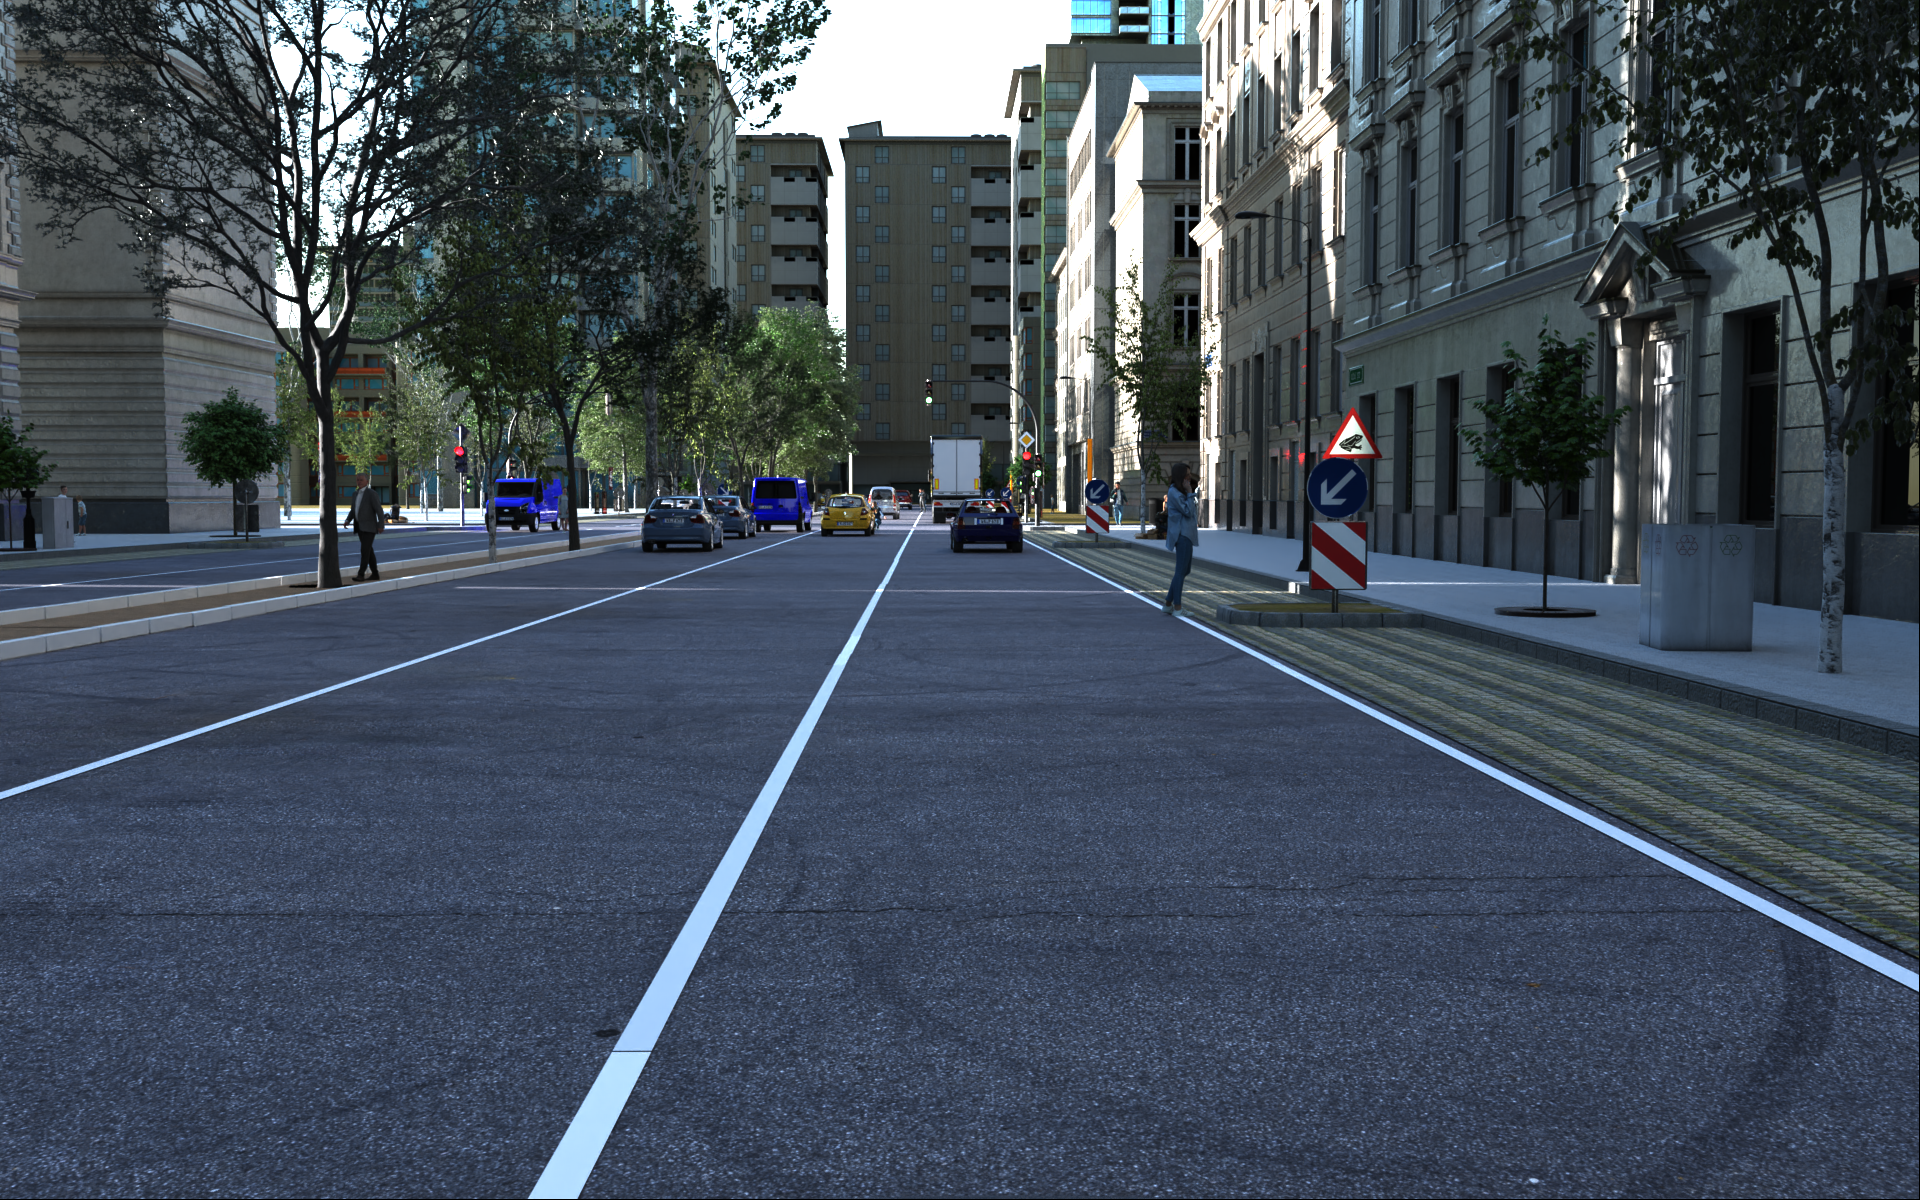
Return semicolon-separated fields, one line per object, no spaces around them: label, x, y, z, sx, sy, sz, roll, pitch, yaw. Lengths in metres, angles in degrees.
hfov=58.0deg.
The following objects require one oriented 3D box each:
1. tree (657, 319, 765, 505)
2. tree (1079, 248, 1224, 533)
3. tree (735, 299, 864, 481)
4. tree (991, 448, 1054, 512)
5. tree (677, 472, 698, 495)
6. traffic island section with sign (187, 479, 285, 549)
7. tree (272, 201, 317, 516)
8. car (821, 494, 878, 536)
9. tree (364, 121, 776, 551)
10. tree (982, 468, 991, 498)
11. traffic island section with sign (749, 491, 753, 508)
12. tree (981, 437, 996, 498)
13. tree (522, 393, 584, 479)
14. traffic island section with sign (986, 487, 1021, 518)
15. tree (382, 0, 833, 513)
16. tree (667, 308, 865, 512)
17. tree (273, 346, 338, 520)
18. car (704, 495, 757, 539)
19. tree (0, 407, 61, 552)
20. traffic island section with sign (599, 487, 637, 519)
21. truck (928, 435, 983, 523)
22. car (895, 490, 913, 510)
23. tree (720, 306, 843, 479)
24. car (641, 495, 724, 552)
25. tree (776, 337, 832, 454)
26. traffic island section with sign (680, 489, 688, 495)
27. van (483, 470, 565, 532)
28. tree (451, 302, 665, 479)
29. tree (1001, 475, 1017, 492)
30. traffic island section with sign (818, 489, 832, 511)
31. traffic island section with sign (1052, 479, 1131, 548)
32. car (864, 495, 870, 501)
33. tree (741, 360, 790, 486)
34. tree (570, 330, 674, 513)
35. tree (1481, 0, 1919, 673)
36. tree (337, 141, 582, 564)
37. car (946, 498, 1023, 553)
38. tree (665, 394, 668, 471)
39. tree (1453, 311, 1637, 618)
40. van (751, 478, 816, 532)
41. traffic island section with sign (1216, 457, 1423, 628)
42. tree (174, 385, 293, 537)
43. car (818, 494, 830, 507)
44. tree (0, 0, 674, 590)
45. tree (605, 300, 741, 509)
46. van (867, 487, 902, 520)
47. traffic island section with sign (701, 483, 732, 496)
tree;-10.170;-7.030;67.763;4.737;8.622;4.395;0;3;0
tree;5.834;-6.258;52.685;4.737;8.622;4.395;0;3;0
tree;-10.709;-12.501;113.506;9.857;13.997;8.962;0;3;0
tree;4.936;-8.480;122.365;4.285;4.588;4.351;0;3;0
tree;-23.227;-9.446;149.041;1.663;3.219;1.824;0;3;0
traffic island section with sign;-19.121;-2.285;45.982;1.989;1.847;2.006;0;4;-1
tree;-39.851;-15.040;101.800;12.611;20.169;13.585;0;3;0
car;-3.863;-3.048;60.064;2.015;1.641;3.980;0;3;0
tree;-9.290;-6.422;41.873;8.767;10.594;7.601;0;4;-1
tree;3.045;-14.130;214.735;4.285;4.588;4.351;0;3;0
traffic island section with sign;-21.300;-10.444;179.392;1.989;1.847;2.006;0;4;-1
tree;2.729;-16.557;221.074;4.737;8.622;4.395;0;3;0
tree;-26.971;-9.730;109.444;4.360;8.622;3.978;0;3;0
traffic island section with sign;2.587;-5.728;102.284;1.989;1.847;2.006;0;4;-1
tree;-10.576;-11.897;52.867;12.611;20.169;13.585;0;3;0
tree;-10.334;-10.215;95.221;9.928;11.665;9.643;0;3;0
tree;-33.382;-8.253;85.303;4.737;8.622;4.395;0;3;0
car;-7.695;-2.724;56.535;2.014;1.417;4.499;0;4;-1
tree;-21.374;-2.707;38.864;1.663;3.219;1.824;0;3;0
traffic island section with sign;-20.035;-5.684;101.565;1.989;1.847;2.006;0;4;-1
truck;-0.225;-6.046;87.769;2.839;4.237;11.283;0;4;-1
car;-5.448;-9.225;159.496;2.281;1.827;5.304;0;4;-3
tree;-10.938;-11.217;103.974;7.486;12.596;7.792;0;3;0
car;-7.087;-1.979;44.357;2.014;1.417;4.499;0;4;-3
tree;-10.113;-8.813;80.967;8.767;10.594;7.601;0;4;-1
traffic island section with sign;-20.483;-7.333;128.516;1.989;1.847;2.006;0;4;-1
van;-16.767;-3.811;66.692;2.240;2.365;5.245;0;4;1
tree;-22.629;-10.084;90.622;9.928;11.665;9.643;0;3;0
tree;4.434;-10.301;163.024;1.663;3.219;1.824;0;3;0
traffic island section with sign;-11.584;-8.793;151.900;2.006;1.907;1.989;0;4;-1
traffic island section with sign;3.492;-2.307;46.341;1.989;1.847;2.006;0;4;-1
car;-8.921;-9.485;167.667;1.945;1.354;3.894;0;4;0
tree;-10.247;-8.213;87.094;4.360;8.622;3.978;0;3;0
tree;-23.294;-12.332;119.760;7.486;12.596;7.792;0;3;0
tree;6.023;-3.779;12.149;4.360;8.622;3.978;0;3;0
tree;-9.523;-5.024;34.968;4.737;8.622;4.395;0;3;0
car;0.640;-1.903;43.699;1.945;1.354;3.894;0;4;-2
tree;-23.268;-13.141;140.608;9.928;11.665;9.643;0;3;0
tree;6.263;-1.462;18.511;1.663;3.219;1.824;0;3;0
van;-6.779;-3.788;66.315;2.240;2.365;5.245;0;3;0
traffic island section with sign;3.939;-0.658;19.389;1.989;1.847;2.006;0;4;-1
tree;-21.912;-4.178;52.026;4.285;4.588;4.351;0;3;0
car;-15.377;-11.496;198.185;2.015;1.641;3.980;0;4;-2
tree;-9.578;-6.913;25.860;12.009;13.543;11.850;0;3;0
tree;-10.186;-6.665;61.796;4.360;8.622;3.978;0;3;0
van;-4.324;-5.603;98.623;2.013;2.044;4.112;0;4;1
traffic island section with sign;-10.345;-4.198;76.772;2.006;1.907;1.989;0;4;-1
